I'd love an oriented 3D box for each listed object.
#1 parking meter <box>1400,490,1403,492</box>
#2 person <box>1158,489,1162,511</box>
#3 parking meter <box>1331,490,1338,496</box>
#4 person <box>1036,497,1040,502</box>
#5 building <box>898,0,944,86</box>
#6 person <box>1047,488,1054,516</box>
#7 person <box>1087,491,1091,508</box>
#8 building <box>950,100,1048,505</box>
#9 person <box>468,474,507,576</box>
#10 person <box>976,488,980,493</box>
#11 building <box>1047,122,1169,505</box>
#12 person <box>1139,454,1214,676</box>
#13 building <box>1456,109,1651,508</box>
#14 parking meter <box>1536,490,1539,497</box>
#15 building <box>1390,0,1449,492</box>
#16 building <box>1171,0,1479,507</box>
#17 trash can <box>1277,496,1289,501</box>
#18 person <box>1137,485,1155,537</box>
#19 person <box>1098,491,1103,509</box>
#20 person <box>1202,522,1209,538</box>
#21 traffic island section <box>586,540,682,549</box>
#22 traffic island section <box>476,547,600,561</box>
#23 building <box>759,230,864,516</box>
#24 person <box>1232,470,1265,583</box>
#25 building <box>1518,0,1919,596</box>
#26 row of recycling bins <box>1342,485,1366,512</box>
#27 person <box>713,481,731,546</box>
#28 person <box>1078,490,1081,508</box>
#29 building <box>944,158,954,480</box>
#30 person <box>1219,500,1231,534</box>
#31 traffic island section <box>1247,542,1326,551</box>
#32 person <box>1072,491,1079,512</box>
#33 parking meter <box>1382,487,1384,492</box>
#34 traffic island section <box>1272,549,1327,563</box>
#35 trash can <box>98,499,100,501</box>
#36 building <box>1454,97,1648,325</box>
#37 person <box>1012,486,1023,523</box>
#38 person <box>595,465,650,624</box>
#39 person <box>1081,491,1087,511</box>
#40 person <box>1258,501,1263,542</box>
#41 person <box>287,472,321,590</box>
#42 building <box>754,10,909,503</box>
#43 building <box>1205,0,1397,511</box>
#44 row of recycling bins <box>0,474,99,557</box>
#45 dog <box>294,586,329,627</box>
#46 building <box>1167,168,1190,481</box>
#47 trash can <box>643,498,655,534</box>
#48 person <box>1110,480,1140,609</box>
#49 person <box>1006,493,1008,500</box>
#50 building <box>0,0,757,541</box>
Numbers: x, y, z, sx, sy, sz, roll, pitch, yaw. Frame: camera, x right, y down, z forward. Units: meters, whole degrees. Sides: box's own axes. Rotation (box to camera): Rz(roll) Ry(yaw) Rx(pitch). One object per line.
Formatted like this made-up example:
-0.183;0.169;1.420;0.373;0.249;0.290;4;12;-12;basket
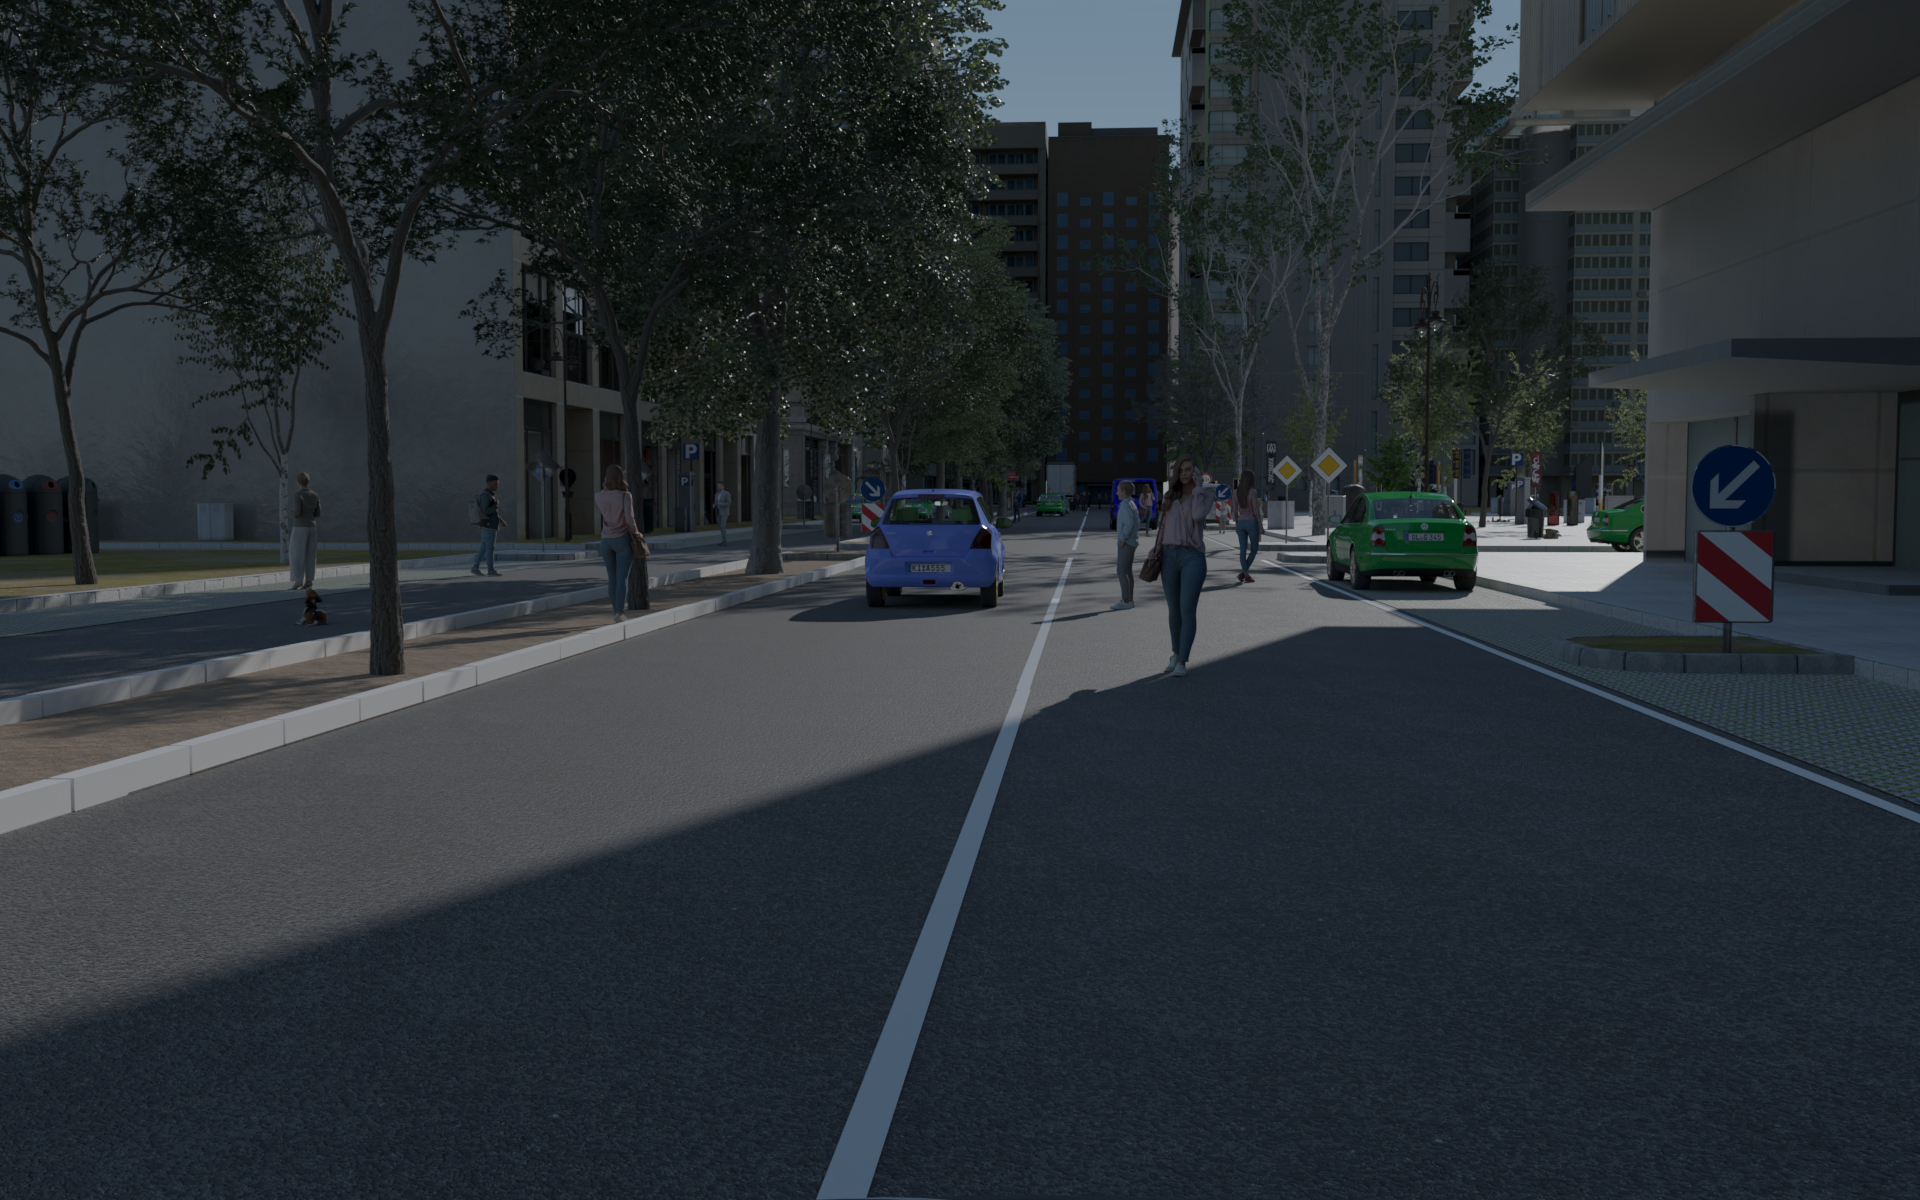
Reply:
28.137;-6.263;110.818;0.372;1.533;0.369;0;3;0;parking meter
16.316;-8.171;142.108;0.705;1.823;1.348;-1;4;-11;person
22.484;-5.847;104.007;0.372;1.533;0.369;0;3;0;parking meter
6.809;-8.266;146.882;0.697;1.427;0.421;1;4;10;person
-13.038;-32.958;162.572;21.300;48.544;21.600;0;4;4;building
6.025;-6.527;114.987;0.659;1.850;0.755;1;4;20;person
13.780;-10.712;184.435;0.445;1.727;0.742;0;4;1;person
0.419;-36.243;216.274;21.600;48.544;21.300;0;4;4;building
-8.189;-1.300;30.109;0.721;1.781;0.623;-2;4;-27;person
1.385;-7.529;131.230;0.705;1.869;1.348;-1;4;-15;person
17.995;-34.336;211.500;14.200;45.320;14.600;0;4;4;building
1.769;-0.289;13.821;0.593;1.750;0.643;2;4;32;person
63.046;-29.512;174.410;23.993;40.220;32.217;0;4;4;building
34.179;-5.782;102.951;0.372;1.533;0.369;0;3;0;parking meter
30.944;-43.787;154.169;20.563;71.187;20.611;0;4;4;building
36.725;-36.061;178.833;28.713;52.752;27.495;0;4;4;building
20.512;-6.017;110.039;0.748;1.137;0.748;0;3;0;trash can
6.196;-3.018;58.441;0.593;1.750;0.643;-3;5;-40;person
13.174;-9.356;162.176;0.721;1.736;1.217;1;4;18;person
6.564;-2.134;48.890;1.012;1.151;0.738;0;4;0;person
-8.612;-1.465;46.236;2.009;0.180;2.903;0;4;4;traffic island section
-9.227;-0.978;38.275;2.009;0.180;2.903;0;4;4;traffic island section
-13.307;-15.313;101.271;10.553;20.767;40.483;0;4;4;building
4.673;-1.192;28.007;0.555;1.821;0.388;2;4;31;person
23.111;-26.246;18.354;28.713;52.752;27.495;0;4;4;building
17.610;-4.319;77.727;1.069;1.692;3.534;1;4;9;row of recycling bins
-6.666;-2.408;48.065;0.606;1.804;0.583;2;4;34;person
12.388;-10.535;180.768;0.705;1.821;1.348;1;4;13;person
-7.751;-30.938;189.428;14.086;41.232;14.154;0;4;4;building
9.490;-2.964;61.979;0.505;1.210;0.382;2;4;26;person
8.479;-1.384;44.916;2.009;0.180;2.903;0;4;4;traffic island section
9.081;-7.730;136.359;0.593;1.643;0.415;0;4;-3;person
26.827;-6.355;109.620;0.399;1.863;0.255;0;4;6;parking meter
7.863;-0.897;36.954;2.009;0.180;2.903;0;4;4;traffic island section
-24.106;-2.208;47.748;0.748;1.137;0.748;0;3;0;trash can
69.049;-36.202;211.512;30.456;49.044;23.786;0;4;4;building
2.804;-4.650;84.711;0.419;1.800;0.721;-3;4;-37;person
-3.727;-0.599;18.882;0.593;1.750;0.643;1;4;17;person
10.331;-8.271;144.538;0.445;1.727;0.742;1;4;20;person
8.212;-2.121;47.860;0.332;1.250;0.352;2;4;24;person
-9.823;-1.030;25.889;0.362;1.759;0.519;2;4;29;person
-16.193;-31.628;136.733;23.786;49.044;30.456;0;4;4;building
26.366;-27.782;137.837;14.154;41.232;14.086;0;4;4;building
-19.623;-1.782;36.241;1.069;1.692;3.534;1;4;18;row of recycling bins
-7.202;0.068;19.079;0.550;0.427;0.748;1;4;10;dog
32.321;-32.185;209.815;14.086;41.232;14.154;0;4;4;building
-10.248;-2.724;56.186;0.748;1.137;0.748;0;3;0;trash can
2.089;-0.701;21.767;0.330;1.601;0.589;2;4;26;person
3.473;-7.757;136.043;0.721;1.735;1.217;3;4;36;person
-20.394;-15.888;64.286;19.350;26.468;34.151;0;4;4;building
